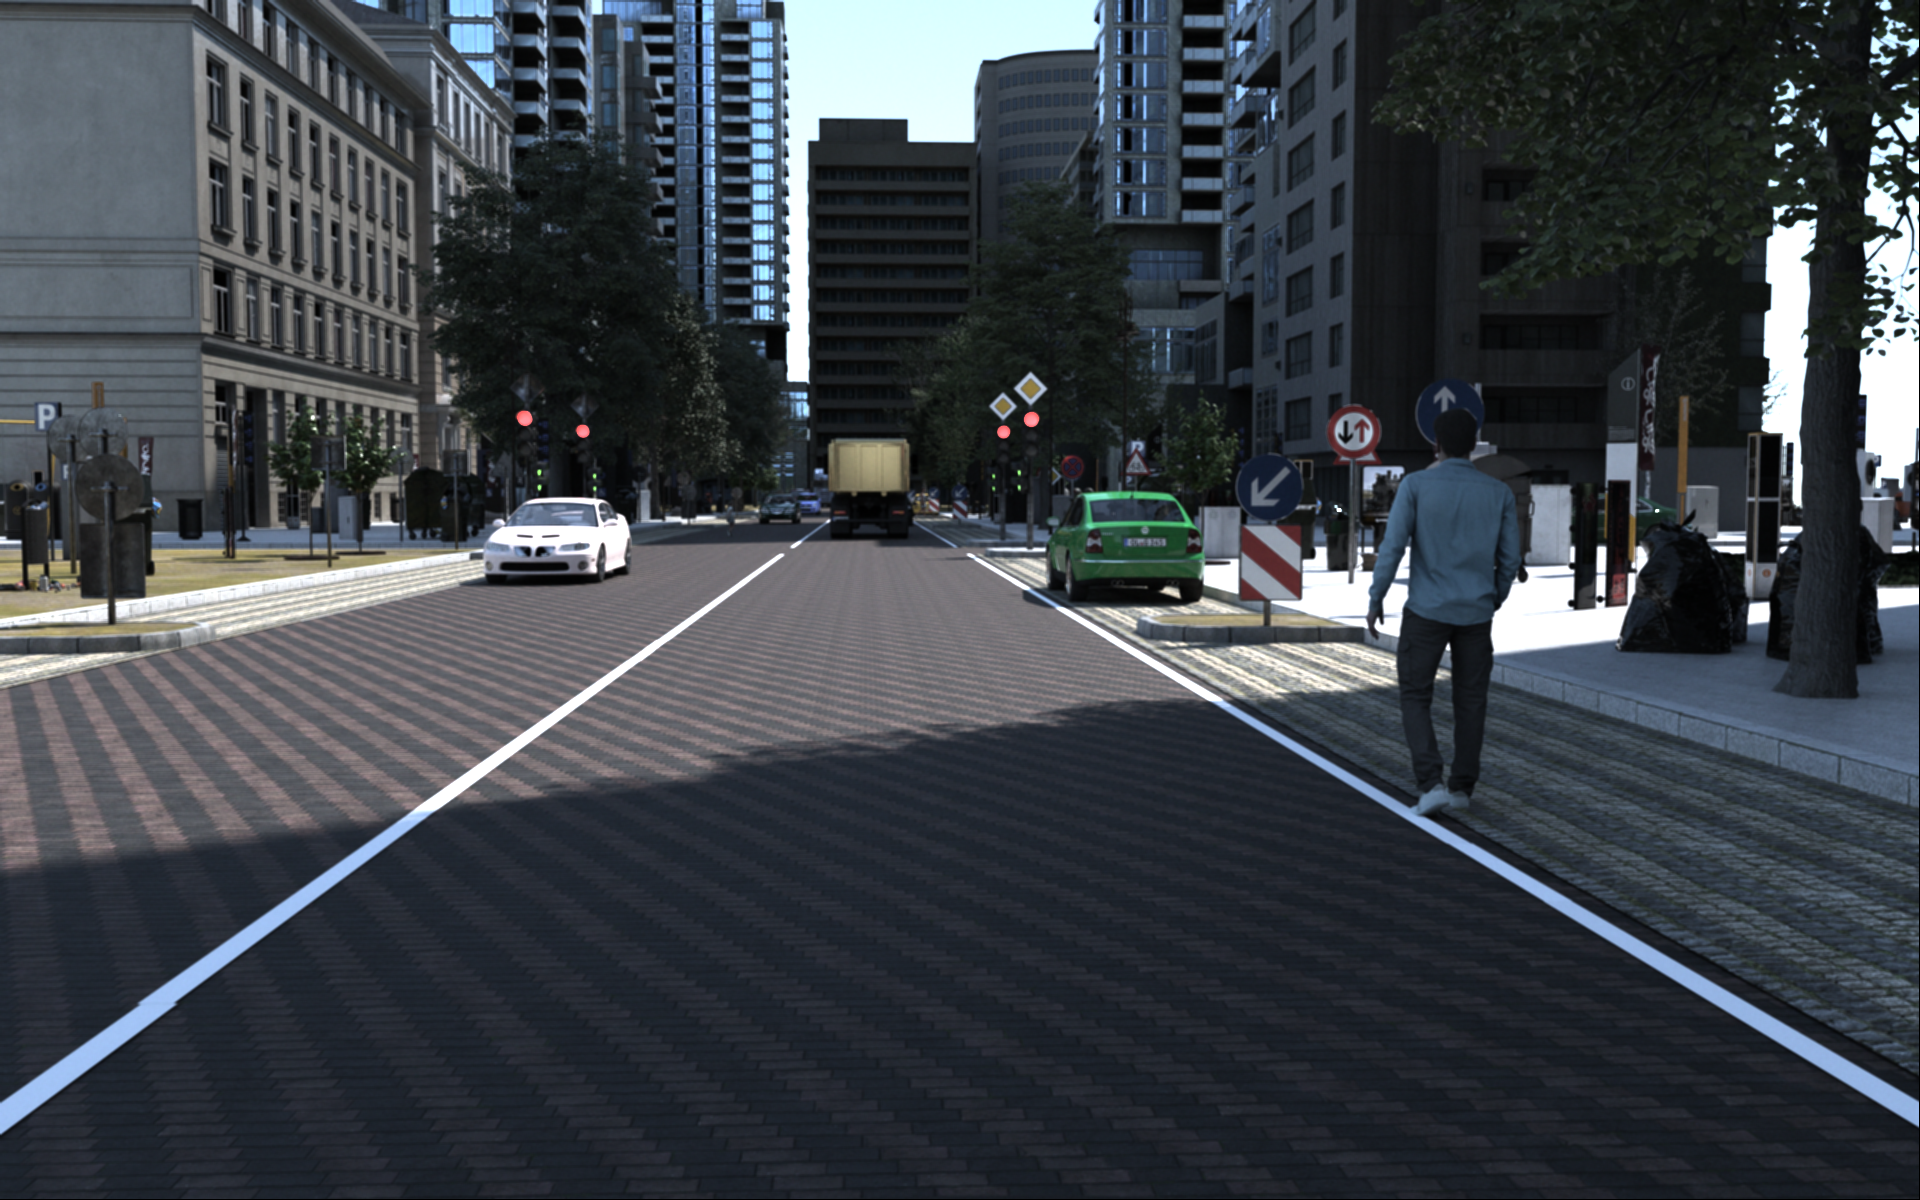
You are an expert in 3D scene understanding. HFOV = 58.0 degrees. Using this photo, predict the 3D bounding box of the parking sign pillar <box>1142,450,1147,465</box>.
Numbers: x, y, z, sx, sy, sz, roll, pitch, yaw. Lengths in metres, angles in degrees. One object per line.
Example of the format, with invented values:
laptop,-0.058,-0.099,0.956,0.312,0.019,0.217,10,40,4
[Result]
parking sign pillar,10.589,-6.532,95.275,1.447,3.967,1.447,1,4,21

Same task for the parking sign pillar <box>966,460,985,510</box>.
parking sign pillar,1.104,-8.019,119.577,1.447,3.967,1.447,1,4,21

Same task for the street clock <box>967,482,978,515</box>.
street clock,0.861,-6.326,108.002,0.471,2.002,0.358,-3,4,-36

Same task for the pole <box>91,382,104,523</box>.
pole,-15.734,-2.315,31.688,0.158,3.312,0.155,0,3,0

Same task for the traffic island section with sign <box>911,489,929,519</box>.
traffic island section with sign,-1.647,-5.612,100.380,1.989,1.847,2.006,0,4,-3

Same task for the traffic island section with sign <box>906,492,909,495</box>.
traffic island section with sign,-5.764,-10.274,176.607,1.989,1.847,2.006,0,4,-3

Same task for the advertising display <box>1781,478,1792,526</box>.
advertising display,32.496,-3.888,68.779,0.974,1.923,0.123,3,5,42

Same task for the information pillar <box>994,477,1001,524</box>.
information pillar,1.643,-4.217,73.437,0.304,2.012,0.304,-3,5,-44

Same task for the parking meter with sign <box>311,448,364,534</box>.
parking meter with sign,-20.321,-3.680,56.428,1.738,3.016,0.543,0,4,6

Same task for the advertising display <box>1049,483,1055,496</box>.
advertising display,4.088,-4.538,79.404,0.123,1.923,0.974,-2,4,-26

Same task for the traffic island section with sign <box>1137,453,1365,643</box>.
traffic island section with sign,2.846,-0.543,17.503,1.989,1.847,2.006,0,4,-3

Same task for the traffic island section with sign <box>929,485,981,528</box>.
traffic island section with sign,-0.153,-3.939,73.032,1.989,1.847,2.006,0,4,-3

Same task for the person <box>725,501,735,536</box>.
person,-7.839,-2.765,58.728,0.382,1.210,0.505,-2,4,-33

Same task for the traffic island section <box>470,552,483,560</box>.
traffic island section,-9.789,-1.040,39.287,2.009,0.180,2.903,0,4,-3

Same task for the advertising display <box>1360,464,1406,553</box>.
advertising display,9.215,-1.991,37.765,0.974,1.923,0.123,0,4,-1

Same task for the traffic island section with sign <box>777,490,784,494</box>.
traffic island section with sign,-15.434,-8.619,149.546,1.989,1.847,2.006,0,4,-3

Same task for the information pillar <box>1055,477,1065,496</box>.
information pillar,5.197,-5.165,88.940,0.304,2.012,0.304,1,4,22

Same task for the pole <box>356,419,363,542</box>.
pole,-16.011,-3.197,46.117,0.158,3.312,0.155,0,3,0

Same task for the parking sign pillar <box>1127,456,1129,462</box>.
parking sign pillar,11.400,-7.671,113.891,1.447,3.967,1.447,0,4,3

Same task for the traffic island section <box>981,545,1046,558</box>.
traffic island section,1.635,-1.078,39.898,2.009,0.180,2.903,0,4,-3

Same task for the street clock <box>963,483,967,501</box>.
street clock,0.422,-6.443,109.920,0.471,2.002,0.358,-1,4,-12

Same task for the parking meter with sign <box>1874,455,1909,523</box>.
parking meter with sign,41.310,-4.932,76.893,1.738,3.016,0.543,-1,4,-16

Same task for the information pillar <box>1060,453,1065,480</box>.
information pillar,5.897,-6.626,99.685,0.183,3.616,0.504,2,4,34

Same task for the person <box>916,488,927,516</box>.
person,-2.281,-5.823,103.802,0.778,1.811,0.616,0,4,7

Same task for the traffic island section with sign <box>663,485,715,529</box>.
traffic island section with sign,-11.222,-3.867,71.846,1.989,1.847,2.006,0,4,-3

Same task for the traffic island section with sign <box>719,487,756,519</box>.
traffic island section with sign,-12.695,-5.521,98.902,1.989,1.847,2.006,0,4,-3

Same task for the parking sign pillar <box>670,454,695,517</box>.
parking sign pillar,-15.765,-6.728,98.469,1.447,3.967,1.447,1,4,19

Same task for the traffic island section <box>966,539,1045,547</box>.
traffic island section,1.204,-1.565,47.872,2.009,0.180,2.903,0,4,-3

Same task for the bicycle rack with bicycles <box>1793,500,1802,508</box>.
bicycle rack with bicycles,54.771,-6.026,111.906,2.925,0.926,2.852,-3,5,-39

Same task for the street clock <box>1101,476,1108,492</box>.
street clock,5.905,-4.054,70.855,0.358,2.002,0.471,0,4,-2

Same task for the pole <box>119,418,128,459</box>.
pole,-22.435,-3.219,46.467,0.158,3.312,0.155,0,3,0

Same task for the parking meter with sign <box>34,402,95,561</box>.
parking meter with sign,-17.092,-2.293,33.748,0.543,3.016,1.738,1,4,15

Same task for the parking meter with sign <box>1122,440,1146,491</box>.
parking meter with sign,5.470,-3.634,55.676,0.543,3.016,1.738,1,4,23

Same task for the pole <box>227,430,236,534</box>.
pole,-23.269,-3.760,55.323,0.158,3.312,0.155,0,3,0

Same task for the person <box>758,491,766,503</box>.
person,-22.945,-11.839,202.154,1.350,1.814,0.705,1,4,11

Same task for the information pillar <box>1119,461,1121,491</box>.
information pillar,11.331,-8.049,122.961,0.183,3.616,0.504,0,4,-2

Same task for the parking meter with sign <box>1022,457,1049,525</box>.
parking meter with sign,3.345,-4.643,72.180,0.543,3.016,1.738,-3,4,-36

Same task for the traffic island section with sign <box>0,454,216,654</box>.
traffic island section with sign,-8.225,-0.471,16.336,1.989,1.847,2.006,0,4,-3

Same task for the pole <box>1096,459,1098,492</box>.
pole,7.954,-6.560,101.105,0.158,3.312,0.155,0,3,0

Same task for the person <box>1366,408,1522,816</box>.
person,2.191,0.044,7.795,0.660,1.820,0.620,0,4,-3

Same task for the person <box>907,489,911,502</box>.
person,-3.525,-6.946,122.412,0.624,1.780,0.694,0,4,1

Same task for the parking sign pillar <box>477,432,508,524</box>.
parking sign pillar,-20.347,-5.308,75.256,1.447,3.967,1.447,2,4,25

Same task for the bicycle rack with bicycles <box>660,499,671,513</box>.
bicycle rack with bicycles,-20.247,-6.461,119.018,2.852,0.926,2.925,3,5,42

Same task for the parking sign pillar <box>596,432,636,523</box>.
parking sign pillar,-14.956,-5.353,75.991,1.447,3.967,1.447,3,4,36

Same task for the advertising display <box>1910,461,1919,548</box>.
advertising display,18.979,-1.735,33.588,0.974,1.923,0.123,1,4,8

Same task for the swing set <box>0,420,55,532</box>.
swing set,-20.655,-2.378,36.506,3.119,2.851,2.862,-3,5,-41

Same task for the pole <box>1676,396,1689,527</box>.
pole,15.068,-2.587,36.133,0.158,3.312,0.155,0,3,0

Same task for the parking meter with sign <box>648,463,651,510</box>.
parking meter with sign,-17.401,-6.158,96.937,0.543,3.016,1.738,0,4,5

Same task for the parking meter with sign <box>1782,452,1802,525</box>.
parking meter with sign,33.889,-4.590,71.300,0.543,3.016,1.738,-3,5,-40
